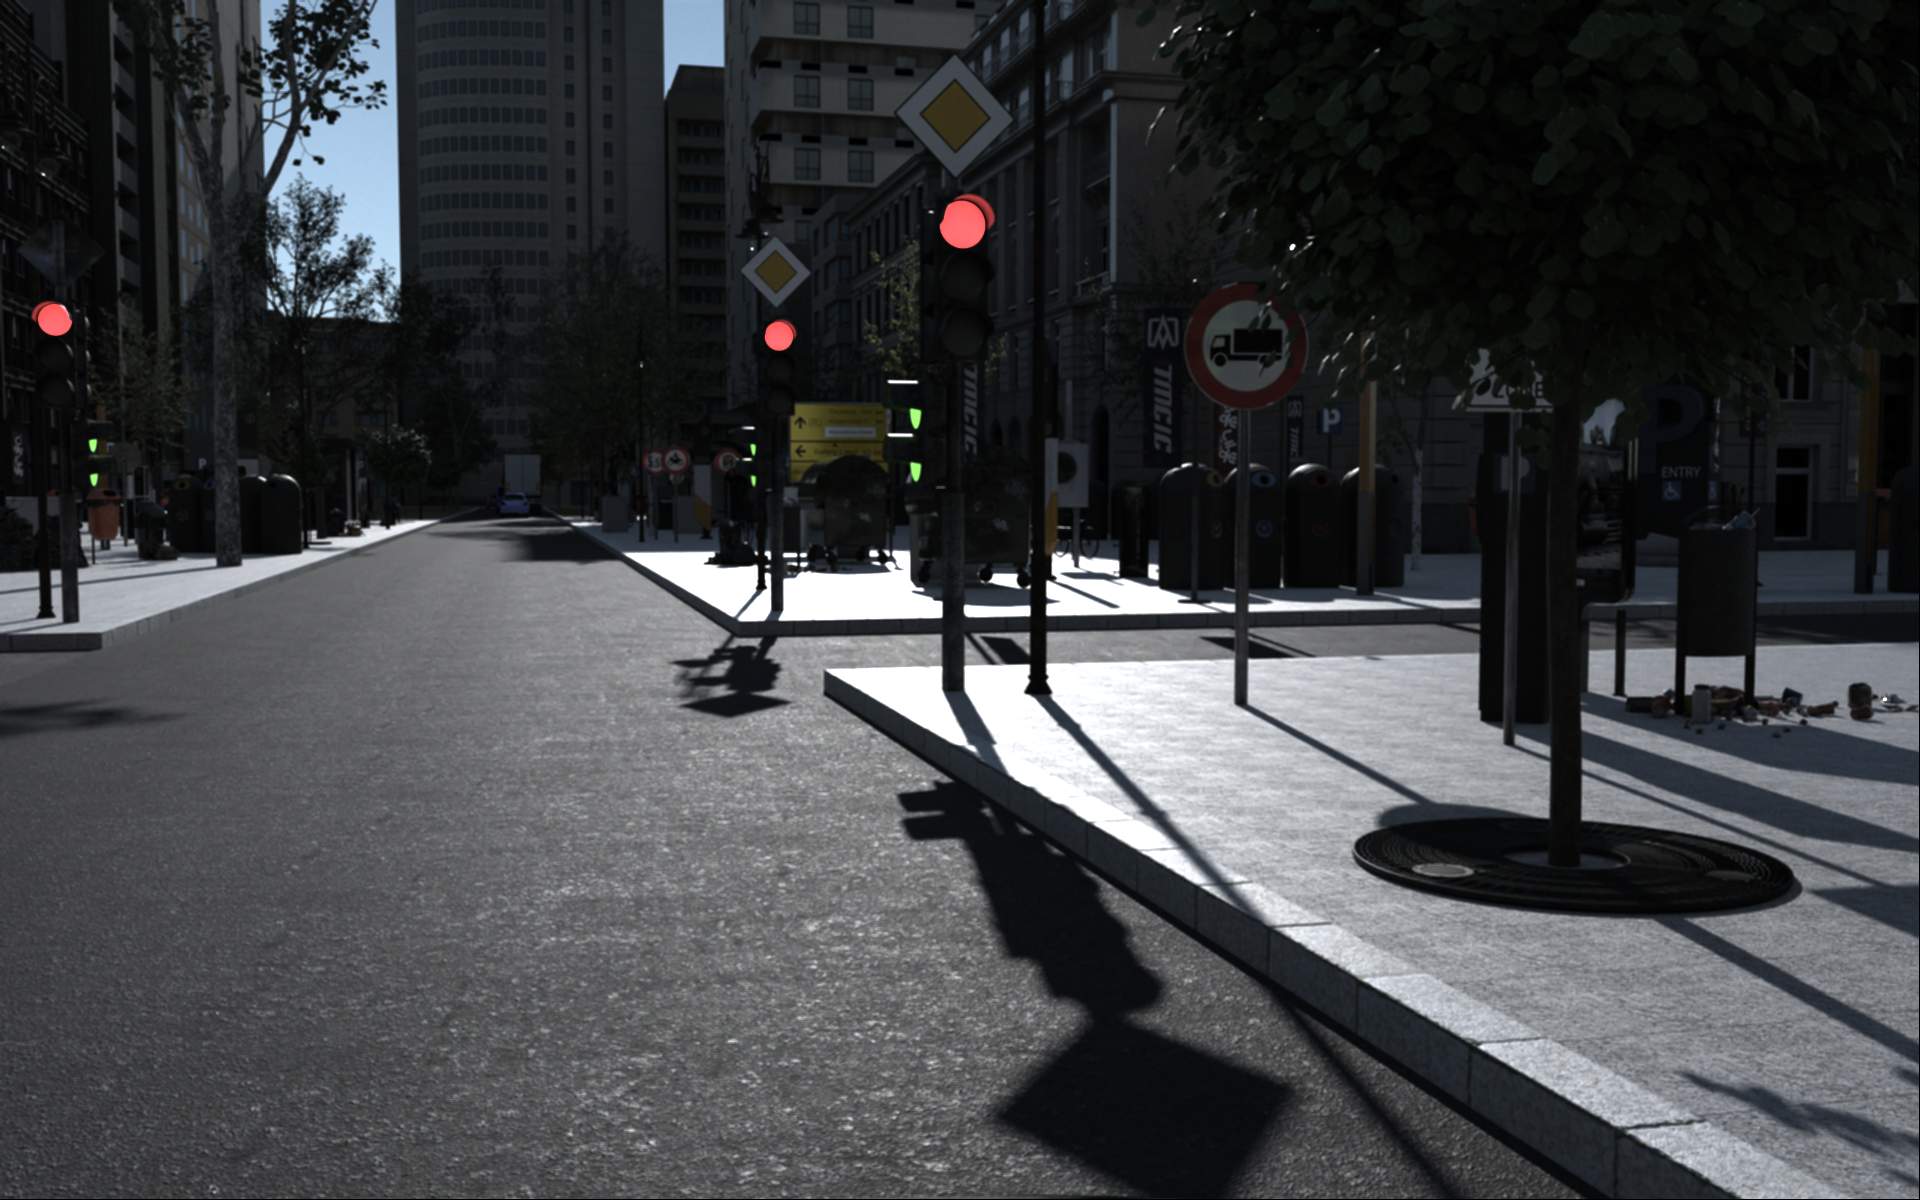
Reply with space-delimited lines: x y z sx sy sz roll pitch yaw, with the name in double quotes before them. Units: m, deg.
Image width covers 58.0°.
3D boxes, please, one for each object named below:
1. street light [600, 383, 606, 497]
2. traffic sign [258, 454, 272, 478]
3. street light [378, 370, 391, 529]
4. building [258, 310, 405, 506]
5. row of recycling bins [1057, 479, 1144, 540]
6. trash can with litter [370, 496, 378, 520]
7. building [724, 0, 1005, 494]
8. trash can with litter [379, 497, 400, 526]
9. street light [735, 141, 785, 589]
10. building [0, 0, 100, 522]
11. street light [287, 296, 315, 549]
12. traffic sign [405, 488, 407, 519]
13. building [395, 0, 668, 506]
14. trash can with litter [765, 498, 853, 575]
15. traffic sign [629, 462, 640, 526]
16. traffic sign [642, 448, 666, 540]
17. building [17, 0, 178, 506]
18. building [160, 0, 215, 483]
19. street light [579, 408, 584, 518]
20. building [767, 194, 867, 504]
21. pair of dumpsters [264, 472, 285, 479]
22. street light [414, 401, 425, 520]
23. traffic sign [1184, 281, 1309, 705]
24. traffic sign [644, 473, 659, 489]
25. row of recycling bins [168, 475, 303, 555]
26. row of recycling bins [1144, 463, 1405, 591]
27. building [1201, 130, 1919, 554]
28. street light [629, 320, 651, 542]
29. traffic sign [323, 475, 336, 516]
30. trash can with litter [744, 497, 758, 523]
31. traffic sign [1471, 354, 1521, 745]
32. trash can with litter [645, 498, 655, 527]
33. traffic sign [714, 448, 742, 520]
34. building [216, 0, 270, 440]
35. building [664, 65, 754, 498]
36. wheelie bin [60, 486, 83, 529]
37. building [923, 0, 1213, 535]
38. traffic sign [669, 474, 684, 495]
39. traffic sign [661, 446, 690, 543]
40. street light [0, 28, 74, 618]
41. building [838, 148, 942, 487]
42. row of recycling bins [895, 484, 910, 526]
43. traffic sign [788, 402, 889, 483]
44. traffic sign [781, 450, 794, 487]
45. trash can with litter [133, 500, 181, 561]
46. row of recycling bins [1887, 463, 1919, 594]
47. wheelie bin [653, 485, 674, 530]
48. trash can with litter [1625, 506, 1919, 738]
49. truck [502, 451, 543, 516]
"street light" -14.183 -5.871 68.784 0.468 5.910 1.993 -1 4 -14
"traffic sign" -22.304 -3.366 55.137 0.768 2.556 0.104 -1 4 -13
"street light" -20.894 -5.523 63.084 0.468 5.910 1.993 -1 4 -14
"building" -77.118 -21.254 192.540 28.899 21.520 27.650 -1 4 -14
"row of recycling bins" 4.204 -2.534 48.545 3.534 1.692 1.069 0 4 -8
"trash can with litter" -29.732 -4.571 85.798 2.233 1.210 1.678 0 4 -5
"building" -4.544 -33.913 143.720 28.713 52.752 27.495 -1 4 -14
"trash can with litter" -23.087 -3.588 70.050 0.624 1.170 1.055 0 4 -1
"street light" -2.678 -3.082 23.185 0.468 5.910 1.993 -1 4 -14
"building" -44.461 -14.815 71.910 12.332 23.373 15.834 -1 4 -14
"street light" -15.390 -4.146 40.571 0.468 5.910 1.993 -1 4 -14
"traffic sign" -28.416 -5.429 88.768 0.884 2.594 0.081 0 4 -7
"building" -48.182 -39.955 195.265 28.212 58.520 21.231 -1 4 -14
"trash can with litter" -2.487 -1.071 28.565 1.678 1.210 2.233 3 5 40
"traffic sign" -13.107 -4.221 69.115 0.768 2.556 0.104 -1 4 -12
"traffic sign" -8.507 -2.956 48.435 0.768 2.556 0.104 0 4 -7
"building" -50.752 -19.588 91.963 14.160 30.474 14.107 -1 4 -14
"building" -53.855 -27.846 105.399 14.600 45.320 14.200 -1 4 -14
"street light" -19.920 -7.245 91.244 0.468 5.910 1.993 -1 4 -14
"building" 2.687 -16.662 117.469 27.650 21.520 28.899 -1 4 -14
"pair of dumpsters" -26.838 -4.052 68.751 1.574 2.255 4.437 -1 4 -14
"street light" -26.881 -6.933 86.149 0.468 5.910 1.993 -1 4 -14
"traffic sign" 1.715 -0.636 10.498 0.768 2.556 0.104 0 4 -6
"traffic sign" -15.854 -5.446 89.146 0.768 2.556 0.104 -1 4 -9
"row of recycling bins" -15.763 -1.869 37.675 3.534 1.692 1.069 2 4 24
"row of recycling bins" 4.408 -1.020 23.784 3.534 1.692 1.069 -1 4 -16
"building" 19.967 -15.115 44.390 25.104 27.353 12.463 -1 4 -14
"street light" -8.540 -4.497 46.306 0.468 5.910 1.993 -1 4 -14
"traffic sign" -22.713 -3.777 61.764 0.884 2.594 0.081 -1 4 -11
"trash can with litter" -9.200 -3.992 76.655 1.055 1.170 0.624 2 4 29
"traffic sign" 2.812 -0.408 8.801 0.606 2.300 0.079 -1 4 -11
"trash can with litter" -11.803 -3.397 66.928 0.624 1.170 1.055 -1 4 -20
"traffic sign" -6.423 -2.933 48.067 0.768 2.556 0.104 -1 4 -9
"building" -67.338 -32.989 128.606 27.495 52.752 28.713 -1 4 -14
"building" -23.961 -35.342 201.549 21.600 48.544 21.300 -1 4 -14
"wheelie bin" -32.735 -3.406 63.604 0.693 1.594 0.980 1 4 13
"building" 7.716 -13.734 66.348 13.314 21.916 24.055 -1 4 -14
"traffic sign" -14.712 -5.496 89.965 0.768 2.556 0.104 0 4 -5
"traffic sign" -7.475 -2.780 45.563 0.768 2.556 0.104 -1 4 -8
"street light" -9.489 -2.753 17.807 0.468 5.910 1.993 -1 4 -14
"building" 0.783 -13.628 87.438 10.561 19.102 19.286 -1 4 -14
"row of recycling bins" -3.608 -3.926 71.307 3.534 1.692 1.069 1 4 21
"traffic sign" -2.682 -2.729 38.492 2.265 3.308 0.079 -1 4 -11
"traffic sign" -4.681 -2.964 48.568 0.768 2.556 0.104 0 4 -7
"trash can with litter" -15.593 -1.368 33.756 1.055 1.170 0.624 2 4 32
"row of recycling bins" 13.804 -0.976 23.069 3.534 1.692 1.069 -1 4 -21
"wheelie bin" -10.715 -3.345 62.605 0.980 1.594 0.693 -2 4 -28
"trash can with litter" 4.819 0.057 10.122 2.233 1.210 1.678 -1 4 -18
"truck" -29.725 -7.880 117.743 2.839 4.237 11.283 -1 4 -14
